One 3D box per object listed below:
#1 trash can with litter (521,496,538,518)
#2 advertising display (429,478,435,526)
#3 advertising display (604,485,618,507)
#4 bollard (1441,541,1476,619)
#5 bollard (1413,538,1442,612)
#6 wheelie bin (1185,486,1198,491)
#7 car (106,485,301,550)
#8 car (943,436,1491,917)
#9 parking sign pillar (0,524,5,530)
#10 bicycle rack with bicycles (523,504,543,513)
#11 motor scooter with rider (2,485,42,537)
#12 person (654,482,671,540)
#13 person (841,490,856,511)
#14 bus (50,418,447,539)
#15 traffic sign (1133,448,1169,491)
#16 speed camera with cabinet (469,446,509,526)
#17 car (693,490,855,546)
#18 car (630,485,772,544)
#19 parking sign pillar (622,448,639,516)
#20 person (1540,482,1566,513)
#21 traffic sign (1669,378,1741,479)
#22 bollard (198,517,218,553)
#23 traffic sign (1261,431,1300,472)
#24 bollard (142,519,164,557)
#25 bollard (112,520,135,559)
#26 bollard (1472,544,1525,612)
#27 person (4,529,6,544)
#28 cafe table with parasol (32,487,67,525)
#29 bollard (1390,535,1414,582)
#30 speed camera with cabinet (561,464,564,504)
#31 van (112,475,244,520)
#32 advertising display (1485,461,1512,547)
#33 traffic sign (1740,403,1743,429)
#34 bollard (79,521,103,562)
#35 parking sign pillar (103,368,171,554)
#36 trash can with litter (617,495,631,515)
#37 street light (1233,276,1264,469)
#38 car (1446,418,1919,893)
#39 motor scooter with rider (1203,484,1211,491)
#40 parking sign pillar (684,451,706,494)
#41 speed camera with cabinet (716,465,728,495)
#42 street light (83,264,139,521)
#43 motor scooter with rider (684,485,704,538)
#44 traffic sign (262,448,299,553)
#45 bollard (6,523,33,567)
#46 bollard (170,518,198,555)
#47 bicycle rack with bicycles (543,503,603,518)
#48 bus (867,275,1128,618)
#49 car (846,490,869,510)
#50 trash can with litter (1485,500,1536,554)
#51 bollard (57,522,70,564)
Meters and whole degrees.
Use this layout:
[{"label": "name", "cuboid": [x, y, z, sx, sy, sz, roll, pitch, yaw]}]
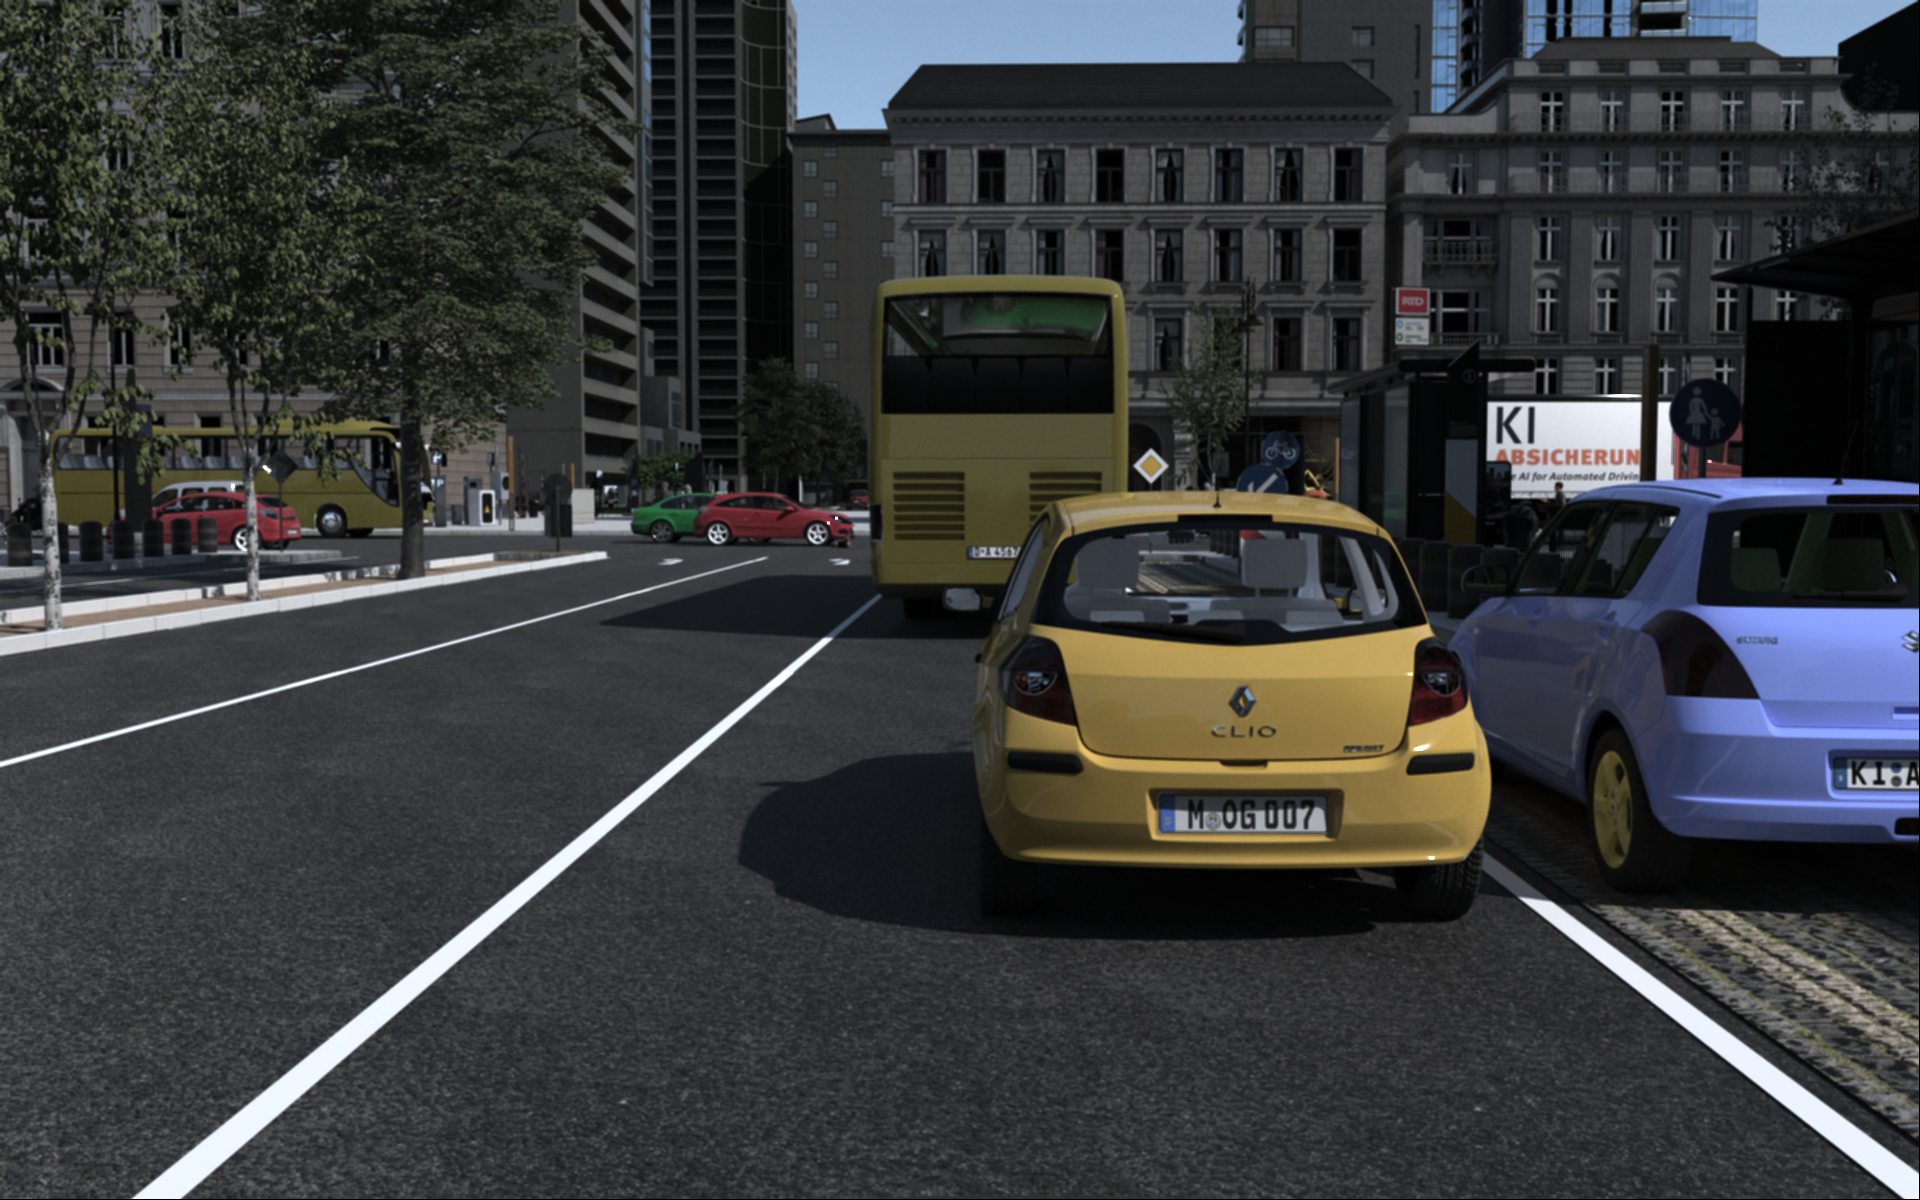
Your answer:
[{"label": "trash can with litter", "cuboid": [-23.409, -5.054, 94.016, 1.055, 1.170, 0.624, -1, 4, -11]}, {"label": "advertising display", "cuboid": [-21.246, -3.911, 69.161, 0.123, 1.923, 0.974, 3, 5, 39]}, {"label": "advertising display", "cuboid": [-24.660, -7.163, 122.322, 0.974, 1.923, 0.123, -1, 4, -19]}, {"label": "bollard", "cuboid": [5.243, -0.193, 17.870, 0.404, 0.777, 0.398, 0, 3, 0]}, {"label": "bollard", "cuboid": [5.269, -0.267, 19.076, 0.404, 0.777, 0.398, 0, 3, 0]}, {"label": "wheelie bin", "cuboid": [8.924, -3.623, 67.150, 0.693, 1.594, 0.980, 2, 4, 24]}, {"label": "car", "cuboid": [-18.453, -2.027, 42.185, 4.494, 1.783, 2.155, 0, 4, 1]}, {"label": "car", "cuboid": [0.920, 0.178, 7.308, 2.015, 1.641, 3.980, 0, 4, 1]}, {"label": "parking sign pillar", "cuboid": [-35.342, -4.538, 62.667, 1.447, 3.967, 1.447, -3, 5, -43]}, {"label": "bicycle rack with bicycles", "cuboid": [-25.385, -5.701, 106.587, 2.852, 0.926, 2.925, 3, 4, 36]}, {"label": "motor scooter with rider", "cuboid": [-30.589, -2.943, 57.076, 1.986, 1.779, 0.876, 0, 4, 1]}, {"label": "person", "cuboid": [-9.080, -2.700, 52.821, 0.590, 1.801, 0.661, 0, 4, 5]}, {"label": "person", "cuboid": [-8.427, -7.445, 131.043, 1.217, 1.723, 0.721, -1, 4, -12]}, {"label": "bus", "cuboid": [-23.312, -3.989, 56.766, 12.252, 3.916, 2.896, 0, 4, 3]}, {"label": "traffic sign", "cuboid": [4.121, -2.067, 37.436, 0.795, 2.450, 0.064, 0, 4, 1]}, {"label": "speed camera with cabinet", "cuboid": [-18.964, -4.623, 69.924, 0.660, 3.252, 2.038, 1, 4, 23]}, {"label": "car", "cuboid": [-5.164, -2.403, 48.325, 4.494, 1.783, 2.155, 0, 4, 2]}, {"label": "car", "cuboid": [-7.263, -2.574, 50.879, 4.718, 1.807, 1.959, 0, 4, 2]}, {"label": "parking sign pillar", "cuboid": [-18.797, -6.825, 100.053, 1.447, 3.967, 1.447, -1, 4, -9]}, {"label": "person", "cuboid": [15.986, -2.304, 46.702, 0.750, 1.759, 0.617, 2, 4, 27]}, {"label": "traffic sign", "cuboid": [8.207, -1.166, 19.165, 0.768, 2.556, 0.104, 0, 4, 4]}, {"label": "bollard", "cuboid": [-16.464, -1.417, 37.879, 0.404, 0.777, 0.398, 0, 3, 0]}, {"label": "traffic sign", "cuboid": [6.449, -2.130, 34.937, 0.768, 2.556, 0.104, 0, 4, 3]}, {"label": "bollard", "cuboid": [-16.522, -1.269, 35.458, 0.404, 0.777, 0.398, 0, 3, 0]}, {"label": "bollard", "cuboid": [-16.551, -1.195, 34.257, 0.404, 0.777, 0.398, 0, 3, 0]}, {"label": "bollard", "cuboid": [5.213, -0.119, 16.666, 0.404, 0.777, 0.398, 0, 3, 0]}, {"label": "person", "cuboid": [-26.975, -1.852, 49.261, 0.357, 0.543, 0.381, -1, 4, -11]}, {"label": "cafe table with parasol", "cuboid": [-37.246, -4.089, 71.714, 2.610, 1.966, 2.610, 1, 4, 22]}, {"label": "bollard", "cuboid": [5.299, -0.340, 20.277, 0.404, 0.777, 0.398, 0, 3, 0]}, {"label": "speed camera with cabinet", "cuboid": [-25.323, -7.260, 113.034, 2.038, 3.252, 0.660, -3, 5, -39]}, {"label": "van", "cuboid": [-24.067, -2.853, 53.653, 4.112, 2.044, 2.013, 0, 4, 1]}, {"label": "advertising display", "cuboid": [10.236, -1.748, 33.797, 0.974, 1.923, 0.123, 1, 4, 10]}, {"label": "traffic sign", "cuboid": [9.176, -1.192, 19.594, 0.768, 2.556, 0.104, 0, 4, 3]}, {"label": "bollard", "cuboid": [-16.580, -1.121, 33.048, 0.404, 0.777, 0.398, 0, 3, 0]}, {"label": "parking sign pillar", "cuboid": [-18.000, -3.022, 37.889, 1.447, 3.967, 1.447, -2, 4, -32]}, {"label": "trash can with litter", "cuboid": [-20.192, -5.809, 106.032, 1.678, 1.210, 2.233, -1, 4, -18]}, {"label": "street light", "cuboid": [6.117, -3.922, 36.905, 0.468, 5.910, 1.993, 0, 4, 1]}, {"label": "car", "cuboid": [3.235, 0.130, 7.462, 1.945, 1.707, 3.694, 0, 4, 3]}, {"label": "motor scooter with rider", "cuboid": [6.962, -2.554, 50.728, 1.986, 1.779, 0.876, 0, 4, 3]}, {"label": "parking sign pillar", "cuboid": [-16.497, -7.299, 107.808, 1.447, 3.967, 1.447, 1, 4, 22]}, {"label": "speed camera with cabinet", "cuboid": [-15.999, -7.472, 116.496, 0.660, 3.252, 2.038, 0, 4, 1]}, {"label": "street light", "cuboid": [-17.002, -3.793, 34.805, 0.468, 5.910, 1.993, 0, 4, 1]}, {"label": "motor scooter with rider", "cuboid": [-9.078, -2.889, 56.204, 1.986, 1.779, 0.876, 0, 4, 3]}, {"label": "traffic sign", "cuboid": [-14.867, -2.096, 37.913, 0.795, 2.450, 0.064, 0, 4, 1]}, {"label": "bollard", "cuboid": [-16.634, -0.973, 30.629, 0.404, 0.777, 0.398, 0, 3, 0]}, {"label": "bollard", "cuboid": [-16.492, -1.343, 36.678, 0.404, 0.777, 0.398, 0, 3, 0]}, {"label": "bicycle rack with bicycles", "cuboid": [-20.855, -4.975, 94.726, 2.925, 0.926, 2.852, -2, 4, -26]}, {"label": "bus", "cuboid": [0.677, -1.908, 22.747, 2.896, 3.916, 12.252, 0, 4, 3]}, {"label": "car", "cuboid": [-9.114, -9.005, 155.896, 2.281, 1.827, 5.304, 0, 4, 1]}, {"label": "trash can with litter", "cuboid": [10.111, -1.270, 32.148, 1.055, 1.170, 0.624, 1, 4, 12]}, {"label": "bollard", "cuboid": [-16.608, -1.047, 31.842, 0.404, 0.777, 0.398, 0, 3, 0]}]
